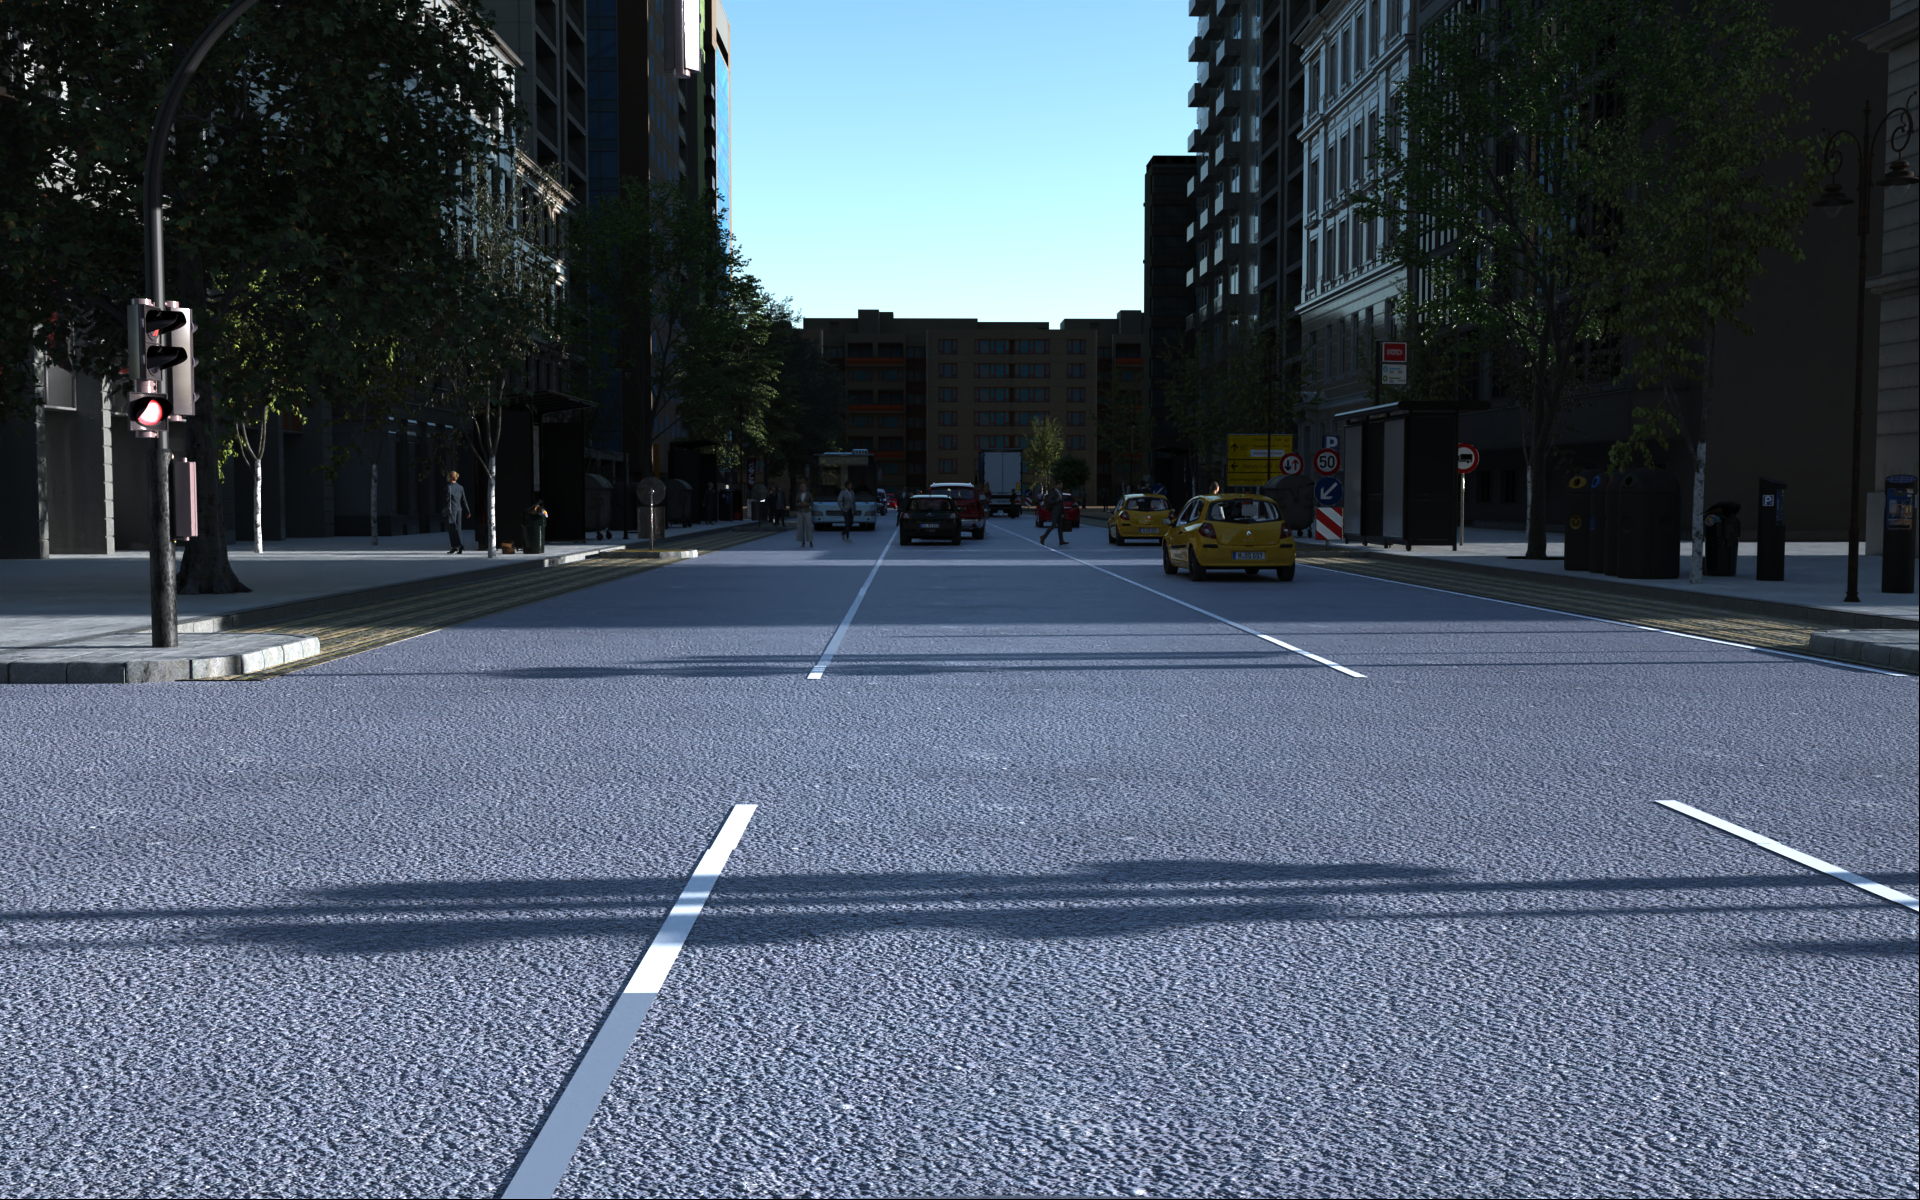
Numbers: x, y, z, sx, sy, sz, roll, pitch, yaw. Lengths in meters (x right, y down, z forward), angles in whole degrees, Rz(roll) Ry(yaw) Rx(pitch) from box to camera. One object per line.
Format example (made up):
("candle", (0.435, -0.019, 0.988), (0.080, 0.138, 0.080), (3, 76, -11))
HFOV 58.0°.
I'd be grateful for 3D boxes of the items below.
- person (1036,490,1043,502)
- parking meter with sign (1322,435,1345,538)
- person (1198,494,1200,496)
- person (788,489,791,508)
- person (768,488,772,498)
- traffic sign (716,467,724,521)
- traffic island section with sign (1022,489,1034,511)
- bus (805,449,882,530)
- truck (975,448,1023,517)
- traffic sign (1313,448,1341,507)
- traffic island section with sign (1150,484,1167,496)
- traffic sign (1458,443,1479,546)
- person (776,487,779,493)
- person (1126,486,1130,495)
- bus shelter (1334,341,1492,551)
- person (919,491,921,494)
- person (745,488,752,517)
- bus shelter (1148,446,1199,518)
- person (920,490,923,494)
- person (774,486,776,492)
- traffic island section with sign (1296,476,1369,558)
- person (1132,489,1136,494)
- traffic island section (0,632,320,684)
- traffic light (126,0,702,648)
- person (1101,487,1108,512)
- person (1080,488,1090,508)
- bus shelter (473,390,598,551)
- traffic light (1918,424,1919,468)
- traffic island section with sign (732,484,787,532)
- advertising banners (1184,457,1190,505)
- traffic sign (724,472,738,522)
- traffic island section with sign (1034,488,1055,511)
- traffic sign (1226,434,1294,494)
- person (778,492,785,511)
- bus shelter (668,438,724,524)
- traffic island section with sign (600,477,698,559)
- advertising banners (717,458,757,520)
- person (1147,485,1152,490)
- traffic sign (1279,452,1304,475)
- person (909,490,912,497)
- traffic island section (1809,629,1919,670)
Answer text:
("person", (6.227, -7.592, 133.571), (0.756, 1.711, 0.436), (1, 4, 12))
("parking meter with sign", (11.295, -3.330, 50.714), (0.543, 3.016, 1.738), (-1, 4, -20))
("person", (12.381, -5.247, 92.554), (1.217, 1.736, 0.721), (0, 4, -7))
("person", (-15.198, -9.024, 154.311), (0.721, 1.735, 1.217), (0, 4, 3))
("person", (-17.277, -9.274, 157.692), (0.705, 1.821, 1.348), (2, 4, 29))
("traffic sign", (-11.499, -5.009, 81.905), (0.884, 2.594, 0.081), (0, 4, 7))
("traffic island section with sign", (5.535, -8.281, 144.026), (1.989, 1.847, 2.006), (0, 4, -1))
("bus", (-4.762, -4.702, 71.737), (2.948, 3.499, 13.247), (0, 4, -3))
("truck", (2.501, -7.525, 111.953), (2.839, 4.237, 11.283), (0, 4, -1))
("traffic sign", (10.155, -2.929, 47.995), (0.768, 2.556, 0.104), (0, 4, 5))
("traffic island section with sign", (7.456, -3.576, 67.097), (1.989, 1.847, 2.006), (0, 4, -1))
("traffic sign", (12.484, -2.626, 43.040), (0.768, 2.556, 0.104), (0, 4, -1))
("person", (-11.315, -6.113, 106.708), (0.721, 1.743, 1.217), (1, 4, 22))
("person", (9.197, -5.307, 93.536), (0.721, 1.736, 1.217), (1, 4, 12))
("bus shelter", (10.759, -4.003, 43.085), (2.179, 5.291, 8.768), (0, 4, -1))
("person", (-3.591, -8.836, 153.888), (0.530, 1.710, 0.541), (-2, 4, -27))
("person", (-12.007, -5.592, 98.191), (0.721, 1.735, 1.217), (0, 4, 5))
("bus shelter", (10.713, -5.862, 87.131), (1.731, 3.624, 6.357), (0, 4, -1))
("person", (-3.699, -9.455, 163.034), (1.348, 1.831, 0.705), (2, 4, 26))
("person", (-12.593, -6.858, 118.265), (0.705, 1.812, 1.348), (0, 4, 7))
("traffic island section with sign", (8.140, -1.894, 39.603), (1.989, 1.847, 2.006), (0, 4, -1))
("person", (14.103, -8.159, 140.237), (1.217, 1.735, 0.721), (2, 4, 29))
("traffic island section", (-6.692, 0.473, 14.541), (2.009, 0.180, 2.903), (0, 4, -1))
("traffic light", (-4.563, -2.436, 14.494), (4.771, 5.953, 1.251), (0, 4, -1))
("person", (10.525, -7.333, 126.378), (0.683, 1.767, 0.568), (3, 5, 41))
("person", (11.082, -9.069, 154.404), (0.705, 1.814, 1.350), (-2, 4, -33))
("bus shelter", (-10.215, -3.111, 42.156), (1.731, 3.624, 6.357), (0, 4, -1))
("traffic light", (8.704, -1.583, 14.803), (0.839, 4.253, 0.868), (0, 4, -1))
("traffic island section with sign", (-7.654, -3.535, 66.432), (1.989, 1.847, 2.006), (0, 4, -1))
("advertising banners", (10.529, -5.157, 80.498), (0.090, 3.025, 2.074), (0, 4, 2))
("traffic sign", (-10.453, -4.705, 79.058), (0.606, 2.300, 0.079), (0, 4, 0))
("traffic island section with sign", (6.223, -6.606, 116.641), (1.989, 1.847, 2.006), (0, 4, -1))
("traffic sign", (10.106, -3.948, 58.431), (2.265, 3.308, 0.079), (0, 3, 0))
("person", (-10.562, -5.744, 100.766), (0.742, 1.727, 0.445), (0, 4, -4))
("bus shelter", (-11.559, -5.195, 76.224), (1.731, 3.624, 6.357), (0, 4, -1))
("traffic island section with sign", (-6.990, -1.866, 39.144), (1.989, 1.847, 2.006), (0, 4, -1))
("advertising banners", (-10.933, -5.425, 84.893), (2.074, 3.025, 0.090), (1, 4, 12))
("person", (10.251, -5.304, 93.215), (0.568, 1.767, 0.683), (-1, 4, -13))
("traffic sign", (10.158, -3.244, 53.140), (0.768, 2.556, 0.104), (0, 4, 0))
("person", (-4.307, -8.757, 151.676), (0.705, 1.824, 1.348), (0, 4, 8))
("traffic island section", (8.745, 0.450, 14.918), (2.009, 0.180, 2.903), (0, 4, -1))
